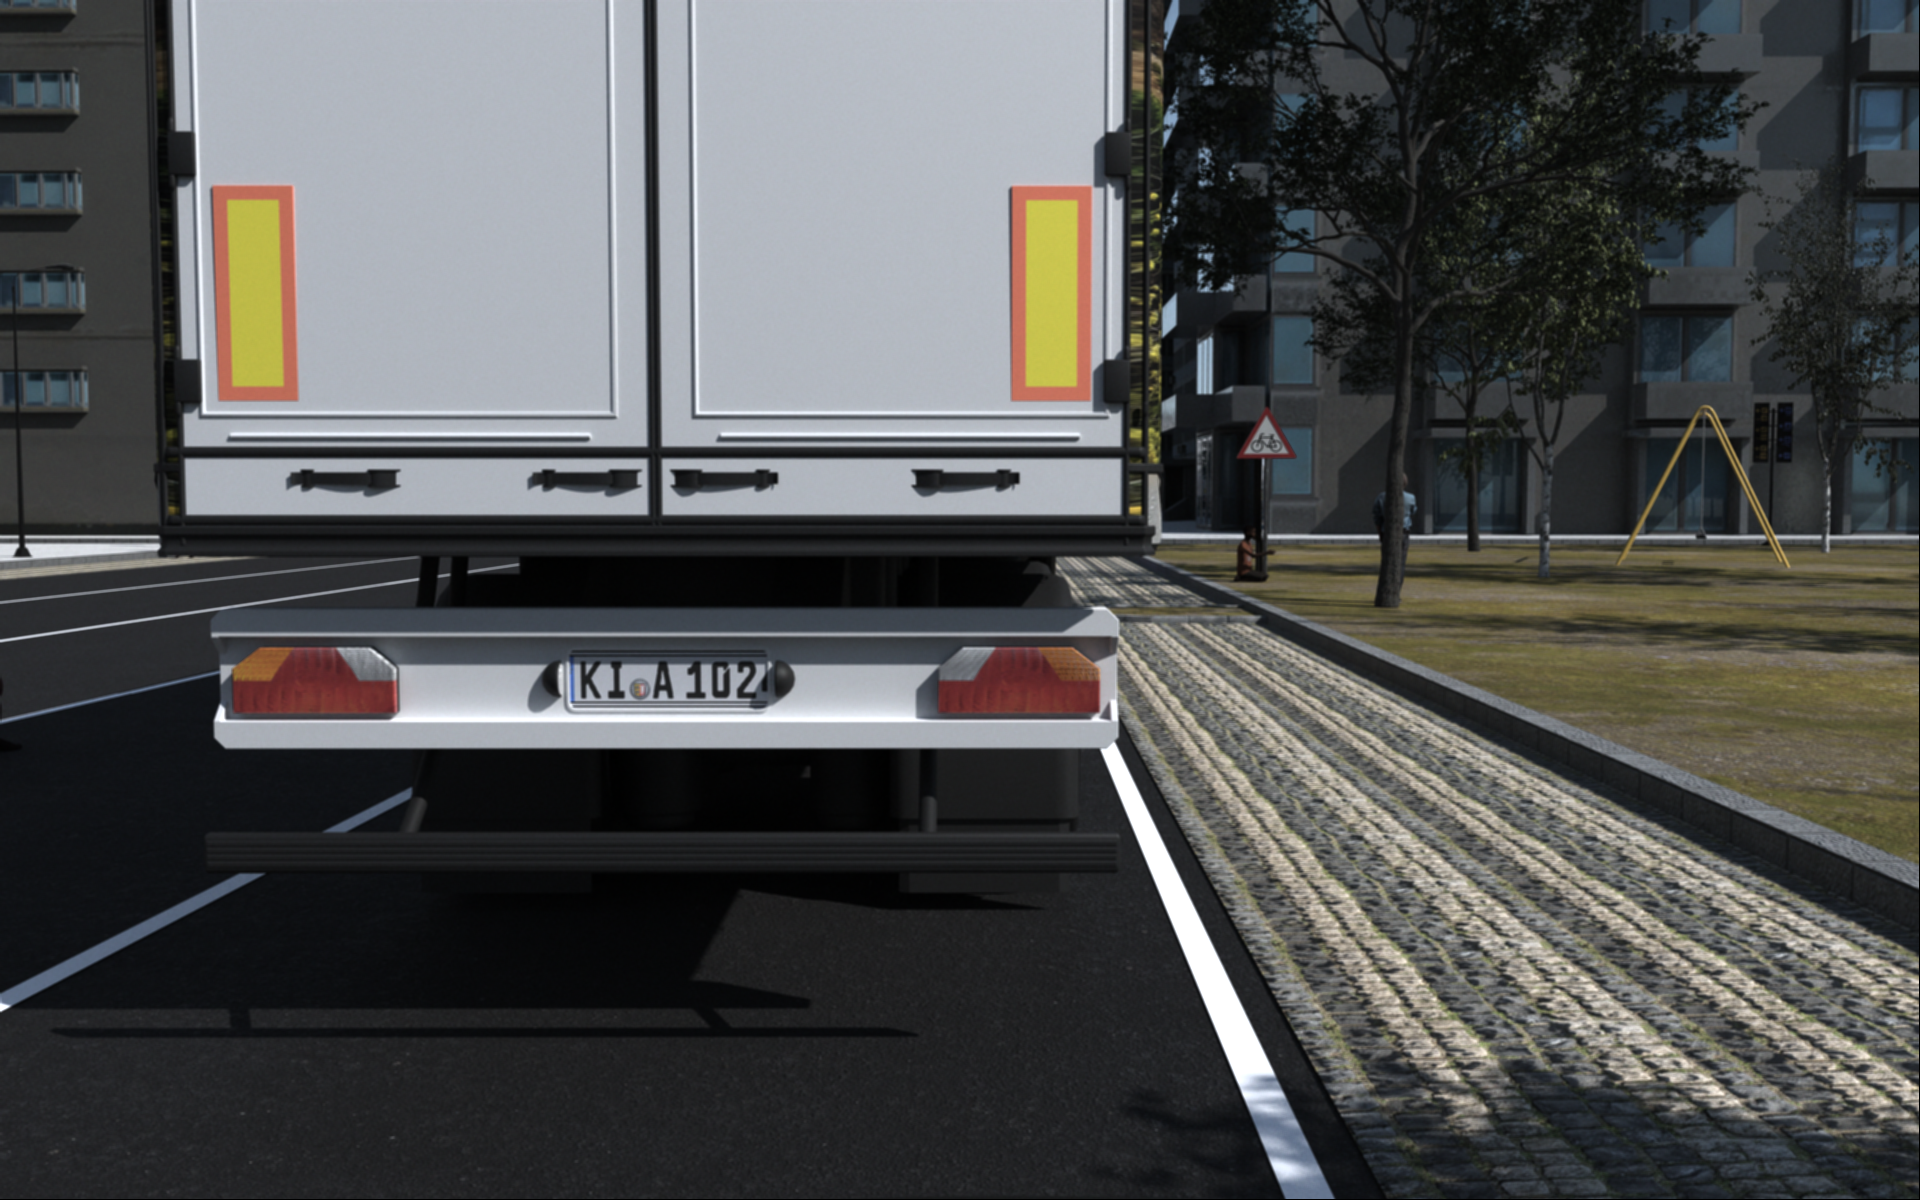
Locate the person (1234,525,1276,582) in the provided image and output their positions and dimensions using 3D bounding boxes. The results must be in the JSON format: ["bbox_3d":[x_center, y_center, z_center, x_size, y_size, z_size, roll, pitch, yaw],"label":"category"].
[{"bbox_3d":[4.318,-0.675,25.368,0.655,0.850,0.859,2,4,24],"label":"person"}]

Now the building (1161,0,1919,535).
[{"bbox_3d":[22.735,-27.102,62.727,30.456,49.044,23.786,0,4,1],"label":"building"}]

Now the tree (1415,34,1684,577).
[{"bbox_3d":[9.062,-4.670,26.715,4.737,8.622,4.395,0,3,0],"label":"tree"}]

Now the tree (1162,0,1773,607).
[{"bbox_3d":[5.190,-5.192,19.299,7.601,10.594,8.767,0,4,3],"label":"tree"}]

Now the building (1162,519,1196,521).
[{"bbox_3d":[23.959,-24.282,88.898,32.217,40.220,23.993,0,4,1],"label":"building"}]

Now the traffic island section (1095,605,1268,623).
[{"bbox_3d":[2.420,0.172,20.050,1.991,0.108,1.994,0,4,1],"label":"traffic island section"}]

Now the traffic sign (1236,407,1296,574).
[{"bbox_3d":[4.574,-1.584,25.905,0.884,2.594,0.081,0,4,4],"label":"traffic sign"}]

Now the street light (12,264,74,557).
[{"bbox_3d":[-18.559,-3.825,35.086,1.470,5.913,1.316,0,4,1],"label":"street light"}]

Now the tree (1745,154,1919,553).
[{"bbox_3d":[18.956,-5.329,37.495,4.360,8.622,3.978,0,3,0],"label":"tree"}]

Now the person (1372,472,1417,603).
[{"bbox_3d":[5.092,-0.740,20.362,0.499,1.552,0.429,3,5,43],"label":"person"}]

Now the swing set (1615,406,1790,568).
[{"bbox_3d":[13.760,-2.109,32.104,2.862,2.851,3.119,1,4,23],"label":"swing set"}]

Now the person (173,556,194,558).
[{"bbox_3d":[-17.371,-1.639,38.481,0.799,1.438,0.628,-2,4,-30],"label":"person"}]

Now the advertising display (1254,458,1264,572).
[{"bbox_3d":[4.639,-1.315,26.718,0.123,1.923,0.974,1,4,15],"label":"advertising display"}]

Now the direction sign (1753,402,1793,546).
[{"bbox_3d":[20.141,-3.118,42.975,0.876,3.537,0.379,1,4,17],"label":"direction sign"}]

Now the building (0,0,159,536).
[{"bbox_3d":[-31.088,-26.848,62.670,21.300,48.544,21.600,0,4,1],"label":"building"}]

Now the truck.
[{"bbox_3d":[-0.748,-1.270,9.677,2.839,4.237,11.283,0,4,0],"label":"truck"}]

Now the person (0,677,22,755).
[{"bbox_3d":[-5.334,0.181,9.454,0.340,1.345,0.435,-2,4,-28],"label":"person"}]

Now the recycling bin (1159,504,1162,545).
[{"bbox_3d":[4.659,-1.897,43.572,0.722,1.027,0.722,1,4,18],"label":"recycling bin"}]
